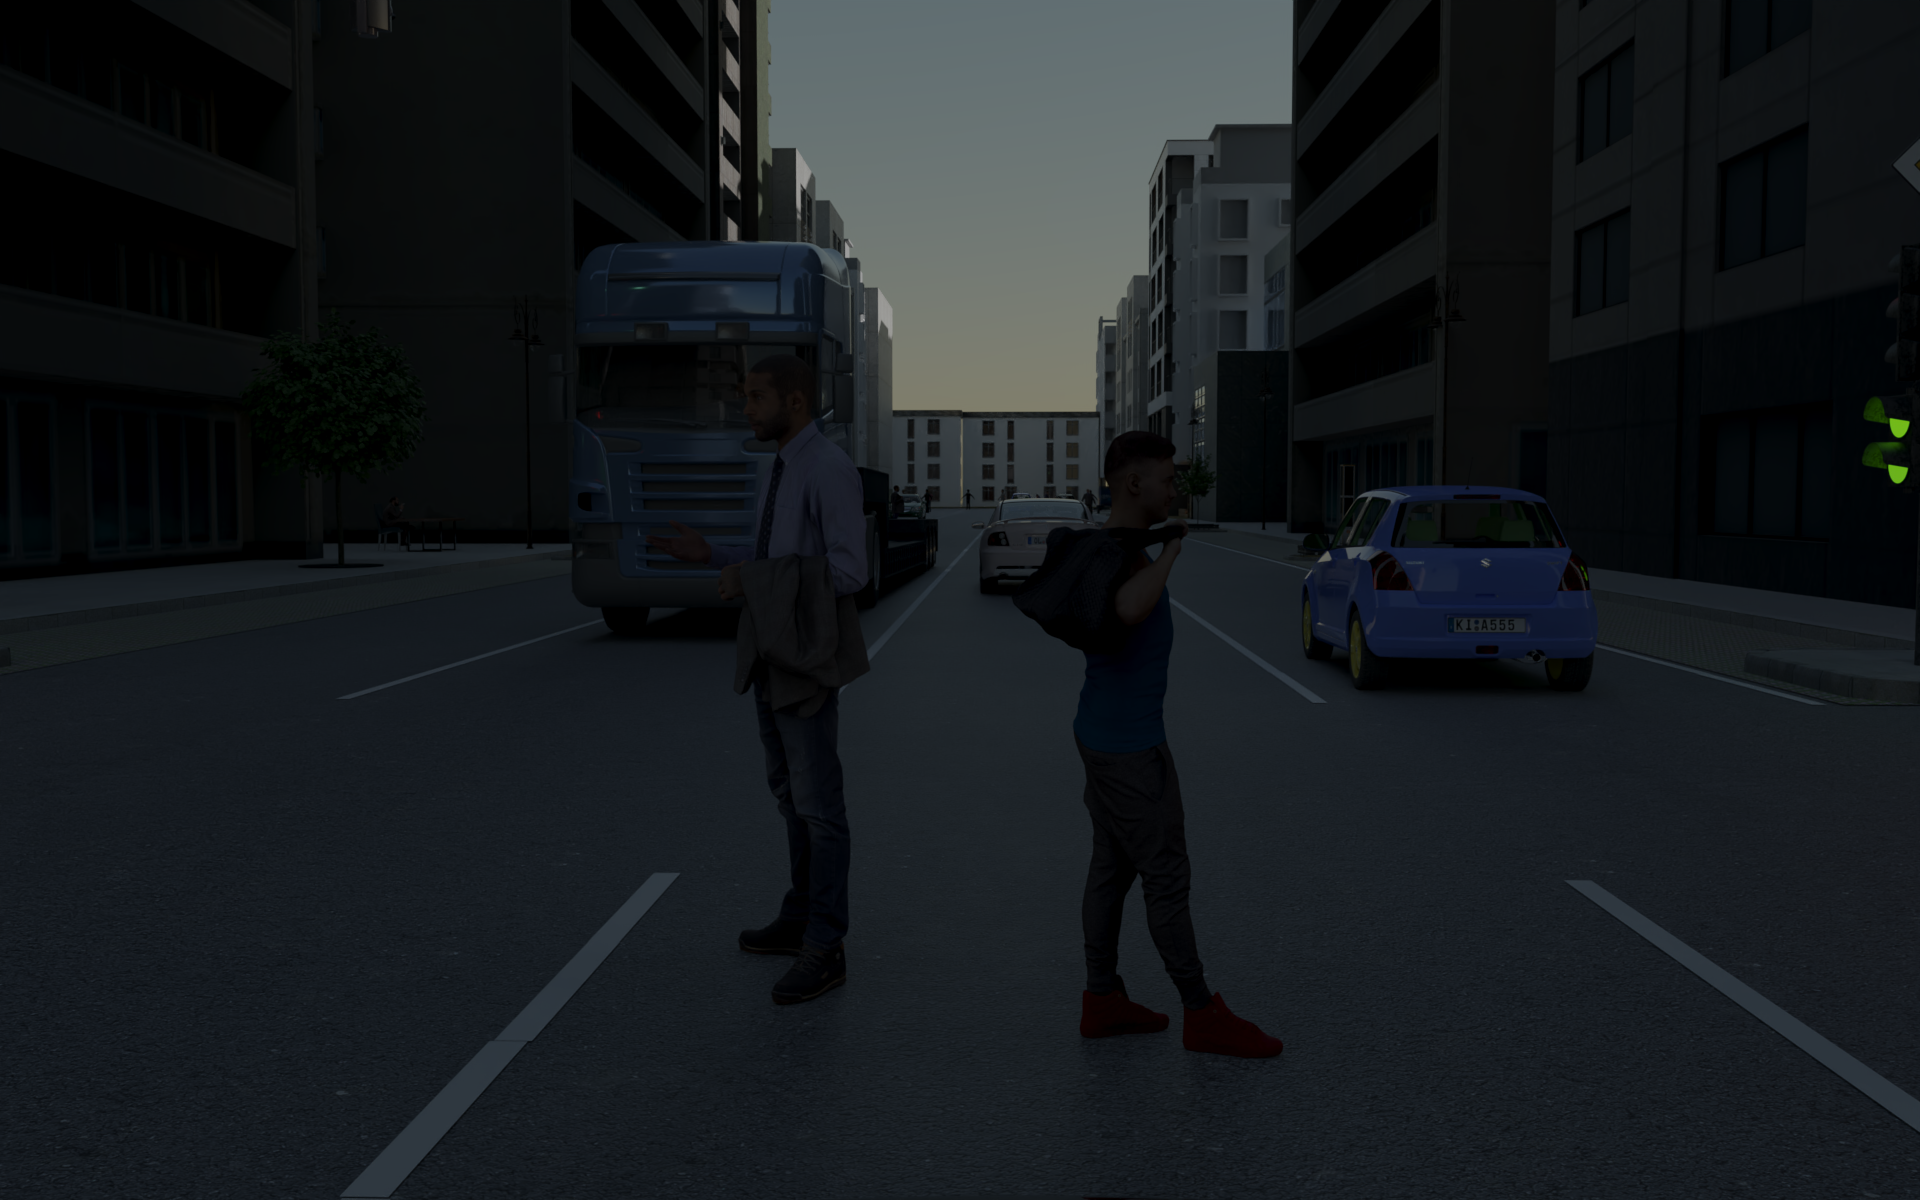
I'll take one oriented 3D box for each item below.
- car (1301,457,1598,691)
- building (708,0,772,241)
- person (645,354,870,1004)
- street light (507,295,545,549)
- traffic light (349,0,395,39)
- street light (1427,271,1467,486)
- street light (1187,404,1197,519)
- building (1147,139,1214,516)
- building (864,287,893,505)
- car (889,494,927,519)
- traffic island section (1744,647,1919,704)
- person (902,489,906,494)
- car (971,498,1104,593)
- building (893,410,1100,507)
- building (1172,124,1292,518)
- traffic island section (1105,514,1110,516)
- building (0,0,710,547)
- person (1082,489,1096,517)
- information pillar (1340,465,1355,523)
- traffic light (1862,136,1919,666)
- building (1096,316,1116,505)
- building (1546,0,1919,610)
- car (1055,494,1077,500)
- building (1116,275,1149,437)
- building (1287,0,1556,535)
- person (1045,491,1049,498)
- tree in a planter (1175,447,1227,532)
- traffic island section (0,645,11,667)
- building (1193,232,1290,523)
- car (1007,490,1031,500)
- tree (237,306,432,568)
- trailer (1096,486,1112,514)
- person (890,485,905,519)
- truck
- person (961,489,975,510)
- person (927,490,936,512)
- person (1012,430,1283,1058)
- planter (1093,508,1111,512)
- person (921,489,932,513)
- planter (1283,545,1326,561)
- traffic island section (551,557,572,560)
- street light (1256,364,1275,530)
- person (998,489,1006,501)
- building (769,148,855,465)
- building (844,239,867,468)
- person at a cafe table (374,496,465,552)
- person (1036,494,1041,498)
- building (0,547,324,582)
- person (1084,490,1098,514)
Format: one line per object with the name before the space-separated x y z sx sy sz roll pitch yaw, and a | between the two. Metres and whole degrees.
car | 3.785 -0.265 13.917 1.945 1.707 3.694 0 4 3
building | -16.658 -18.870 80.233 14.160 30.474 14.107 0 4 2
person | -0.595 0.201 5.078 0.599 1.838 0.709 -2 4 -25
street light | -10.046 -4.127 40.267 0.468 5.910 1.993 0 4 2
traffic light | -6.772 -2.365 13.335 4.771 5.953 1.251 0 4 2
street light | 10.094 -3.869 36.039 0.468 5.910 1.993 0 4 2
street light | 11.758 -7.018 87.537 0.468 5.910 1.993 0 4 2
building | 26.388 -16.639 116.020 27.936 21.610 32.646 0 4 2
building | -22.442 -17.788 157.286 31.486 18.905 16.747 0 4 2
car | -2.826 -4.970 93.054 2.131 1.459 4.920 0 4 2
traffic island section | 7.247 0.570 12.964 2.009 0.180 2.903 0 4 2
person | -3.833 -6.469 114.796 0.721 1.766 1.217 0 4 3
car | 1.214 -0.855 26.338 2.083 1.381 4.827 0 4 0
building | 0.219 -14.375 177.173 28.070 9.664 9.099 0 4 2
building | 19.814 -14.549 94.301 16.016 20.091 11.380 0 4 2
traffic island section | 10.641 -5.619 114.728 1.991 0.108 1.994 0 4 2
building | -20.365 -26.317 53.985 21.300 48.544 21.600 0 4 2
person | 8.037 -6.069 108.273 0.990 1.755 0.434 -1 4 -10
information pillar | 9.763 -2.397 43.676 0.304 2.012 0.304 0 4 -2
traffic light | 7.207 -1.464 12.852 0.839 4.253 0.868 0 4 2
building | 20.020 -19.717 178.797 11.380 20.091 16.016 0 4 2
building | 20.867 -35.581 20.003 20.611 71.187 20.563 0 4 2
car | 7.875 -7.379 130.430 2.009 1.686 4.222 0 4 0
building | 22.634 -17.235 148.253 16.747 18.905 31.486 0 4 2
building | 21.139 -25.776 45.144 21.300 48.544 21.600 0 4 2
person | 7.373 -8.417 147.041 0.530 1.710 0.541 1 4 23
tree in a planter | 8.990 -4.165 65.321 1.991 3.239 1.994 0 4 2
traffic island section | -8.905 0.537 13.506 2.009 0.180 2.903 0 4 2
building | 22.544 -46.332 70.204 22.319 86.520 31.000 0 4 2
car | 4.156 -6.625 117.917 1.945 1.707 3.694 0 4 1
tree | -10.960 -2.863 30.530 4.285 4.588 4.351 0 3 0
trailer | 10.709 -7.333 126.941 1.471 1.999 3.904 0 4 2
person | -2.077 -2.953 57.596 0.431 1.722 0.655 -1 4 -9
truck | -2.098 -2.151 24.934 2.967 4.110 18.799 0 4 3
person | 0.733 -9.127 157.364 1.348 1.869 0.705 -1 4 -20
person | -2.474 -7.840 137.400 1.217 1.743 0.721 0 4 4
person | 0.479 0.362 4.449 0.662 1.594 0.647 -1 4 -9
planter | 11.547 -7.378 141.776 1.991 0.319 1.994 0 4 2
person | -2.531 -7.535 131.724 0.705 1.821 1.348 3 5 42
planter | 8.068 -1.007 37.609 1.991 0.319 1.994 0 4 2
traffic island section | -7.760 -0.934 38.132 1.991 0.108 1.994 0 4 2
street light | 10.867 -5.444 61.790 0.468 5.910 1.993 0 4 2
person | 3.442 -8.092 140.802 0.705 1.824 1.348 -2 4 -24
building | -16.189 -14.577 104.787 16.747 18.905 31.486 0 4 2
building | -14.883 -16.524 126.595 16.016 20.091 11.380 0 4 2
person at a cafe table | -12.246 -1.718 38.947 1.726 1.238 1.698 0 4 1
person | 6.194 -7.582 135.694 0.421 1.427 0.697 3 4 36
building | -23.706 -24.422 22.996 21.300 48.544 21.600 0 4 2
person | 9.227 -6.946 122.885 1.217 1.723 0.721 -1 4 -16
